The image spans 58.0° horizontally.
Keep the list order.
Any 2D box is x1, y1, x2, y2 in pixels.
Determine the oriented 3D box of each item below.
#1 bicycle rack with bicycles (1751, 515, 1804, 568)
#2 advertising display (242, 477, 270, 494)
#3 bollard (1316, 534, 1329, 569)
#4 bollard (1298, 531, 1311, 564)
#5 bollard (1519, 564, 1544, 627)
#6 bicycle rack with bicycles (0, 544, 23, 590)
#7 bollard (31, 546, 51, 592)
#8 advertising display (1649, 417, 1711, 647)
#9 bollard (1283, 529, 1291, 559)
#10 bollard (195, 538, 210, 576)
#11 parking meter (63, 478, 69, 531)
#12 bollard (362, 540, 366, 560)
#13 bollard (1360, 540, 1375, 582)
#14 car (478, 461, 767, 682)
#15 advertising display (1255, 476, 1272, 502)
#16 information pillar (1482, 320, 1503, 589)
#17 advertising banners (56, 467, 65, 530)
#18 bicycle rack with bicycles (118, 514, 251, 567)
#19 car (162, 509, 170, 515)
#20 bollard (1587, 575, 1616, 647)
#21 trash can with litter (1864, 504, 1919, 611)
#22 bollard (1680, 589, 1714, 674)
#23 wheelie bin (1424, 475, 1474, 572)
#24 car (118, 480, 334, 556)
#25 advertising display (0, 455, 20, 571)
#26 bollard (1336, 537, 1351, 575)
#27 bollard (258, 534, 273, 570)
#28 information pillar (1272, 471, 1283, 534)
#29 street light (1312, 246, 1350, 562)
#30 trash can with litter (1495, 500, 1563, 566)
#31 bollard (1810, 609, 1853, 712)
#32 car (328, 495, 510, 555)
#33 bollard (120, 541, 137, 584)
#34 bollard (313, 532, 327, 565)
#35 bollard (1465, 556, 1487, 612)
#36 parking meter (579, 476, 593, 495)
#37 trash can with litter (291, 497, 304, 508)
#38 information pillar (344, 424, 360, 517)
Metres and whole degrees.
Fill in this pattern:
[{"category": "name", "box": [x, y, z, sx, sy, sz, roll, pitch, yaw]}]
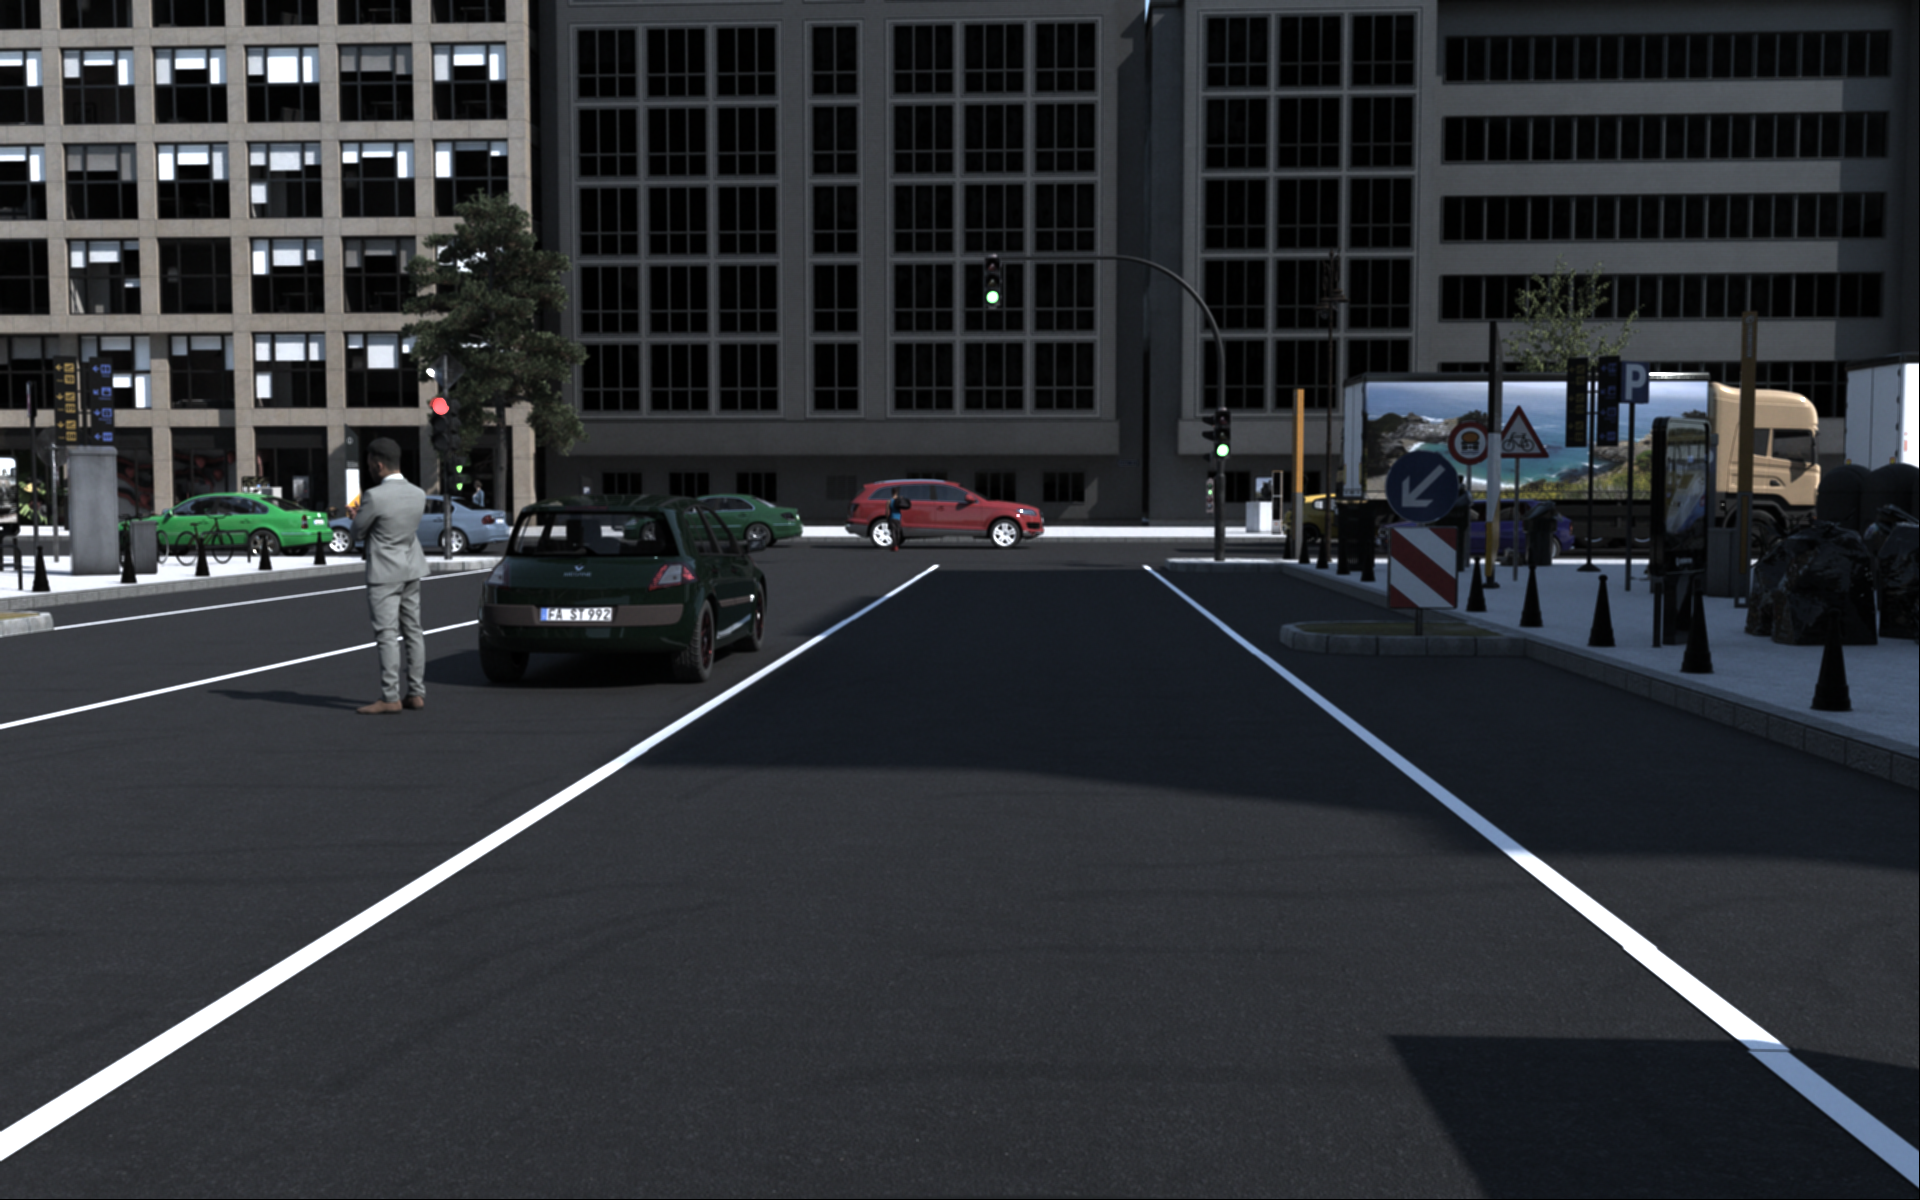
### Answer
[{"category": "bicycle rack with bicycles", "box": [14.618, -0.974, 29.313, 2.925, 0.926, 2.852, 1, 4, 12]}, {"category": "advertising display", "box": [-25.845, -3.573, 63.625, 0.974, 1.923, 0.123, -2, 4, -23]}, {"category": "bollard", "box": [6.231, -0.839, 29.766, 0.229, 0.601, 0.229, 0, 3, 0]}, {"category": "bollard", "box": [6.351, -0.971, 31.923, 0.229, 0.601, 0.229, 0, 3, 0]}, {"category": "bollard", "box": [5.539, -0.045, 16.775, 0.229, 0.601, 0.229, 0, 3, 0]}, {"category": "bicycle rack with bicycles", "box": [-13.951, -0.570, 22.703, 2.852, 0.926, 2.925, 2, 4, 29]}, {"category": "bollard", "box": [-12.070, -0.409, 22.733, 0.229, 0.601, 0.229, 0, 3, 0]}, {"category": "advertising display", "box": [6.138, -0.585, 14.774, 0.123, 1.923, 0.974, 3, 5, 44]}, {"category": "bollard", "box": [6.460, -1.103, 34.081, 0.229, 0.601, 0.229, 0, 3, 0]}, {"category": "bollard", "box": [-11.838, -0.673, 27.049, 0.229, 0.601, 0.229, 0, 3, 0]}, {"category": "parking meter", "box": [-31.270, -3.371, 60.822, 0.255, 1.863, 0.399, 0, 4, -2]}, {"category": "bollard", "box": [-11.492, -1.072, 33.561, 0.229, 0.601, 0.229, 0, 3, 0]}, {"category": "bollard", "box": [5.998, -0.575, 25.446, 0.229, 0.601, 0.229, 0, 3, 0]}, {"category": "car", "box": [-2.712, -0.294, 14.592, 2.009, 1.686, 4.222, 0, 4, 2]}, {"category": "advertising display", "box": [11.233, -3.553, 63.301, 0.974, 1.923, 0.123, 2, 4, 35]}, {"category": "information pillar", "box": [7.286, -1.974, 23.631, 0.183, 3.616, 0.504, 2, 4, 29]}, {"category": "advertising banners", "box": [-32.103, -4.040, 62.245, 2.074, 3.025, 0.090, 3, 4, 39]}, {"category": "bicycle rack with bicycles", "box": [-14.392, -1.104, 31.439, 2.852, 0.926, 2.925, 0, 4, 5]}, {"category": "car", "box": [-19.743, -2.200, 47.977, 4.499, 1.417, 2.014, 0, 4, 1]}, {"category": "bollard", "box": [5.422, 0.087, 14.619, 0.229, 0.601, 0.229, 0, 3, 0]}, {"category": "trash can with litter", "box": [10.451, -0.453, 18.802, 1.055, 1.170, 0.624, 0, 4, 6]}, {"category": "bollard", "box": [5.309, 0.219, 12.460, 0.229, 0.601, 0.229, 0, 3, 0]}, {"category": "wheelie bin", "box": [8.088, -1.278, 28.799, 0.980, 1.594, 0.693, -1, 4, -11]}, {"category": "car", "box": [-16.375, -1.805, 38.300, 4.718, 1.807, 1.959, 0, 4, 2]}, {"category": "advertising display", "box": [-16.068, -1.434, 28.667, 0.123, 1.923, 0.974, 2, 4, 29]}, {"category": "bollard", "box": [6.115, -0.708, 27.610, 0.229, 0.601, 0.229, 0, 3, 0]}, {"category": "bollard", "box": [-11.723, -0.805, 29.209, 0.229, 0.601, 0.229, 0, 3, 0]}, {"category": "information pillar", "box": [10.111, -3.101, 55.201, 0.304, 2.012, 0.304, 1, 4, 18]}, {"category": "street light", "box": [6.944, -3.655, 32.548, 0.468, 5.910, 1.993, 0, 4, 3]}, {"category": "trash can with litter", "box": [10.164, -1.196, 30.939, 1.055, 1.170, 0.624, -1, 4, -13]}, {"category": "bollard", "box": [5.193, 0.351, 10.304, 0.229, 0.601, 0.229, 0, 3, 0]}, {"category": "car", "box": [-13.217, -1.828, 41.884, 4.499, 1.417, 2.014, 0, 4, 3]}, {"category": "bollard", "box": [-11.955, -0.541, 24.893, 0.229, 0.601, 0.229, 0, 3, 0]}, {"category": "bollard", "box": [-11.606, -0.939, 31.389, 0.229, 0.601, 0.229, 0, 3, 0]}, {"category": "bollard", "box": [5.653, -0.178, 18.944, 0.229, 0.601, 0.229, 0, 3, 0]}, {"category": "parking meter", "box": [-12.065, -3.069, 55.889, 0.399, 1.863, 0.255, -2, 4, -27]}, {"category": "trash can with litter", "box": [-22.139, -2.789, 56.985, 1.055, 1.170, 0.624, 0, 4, 6]}, {"category": "information pillar", "box": [-20.315, -4.068, 57.862, 0.183, 3.616, 0.504, 2, 4, 35]}]
